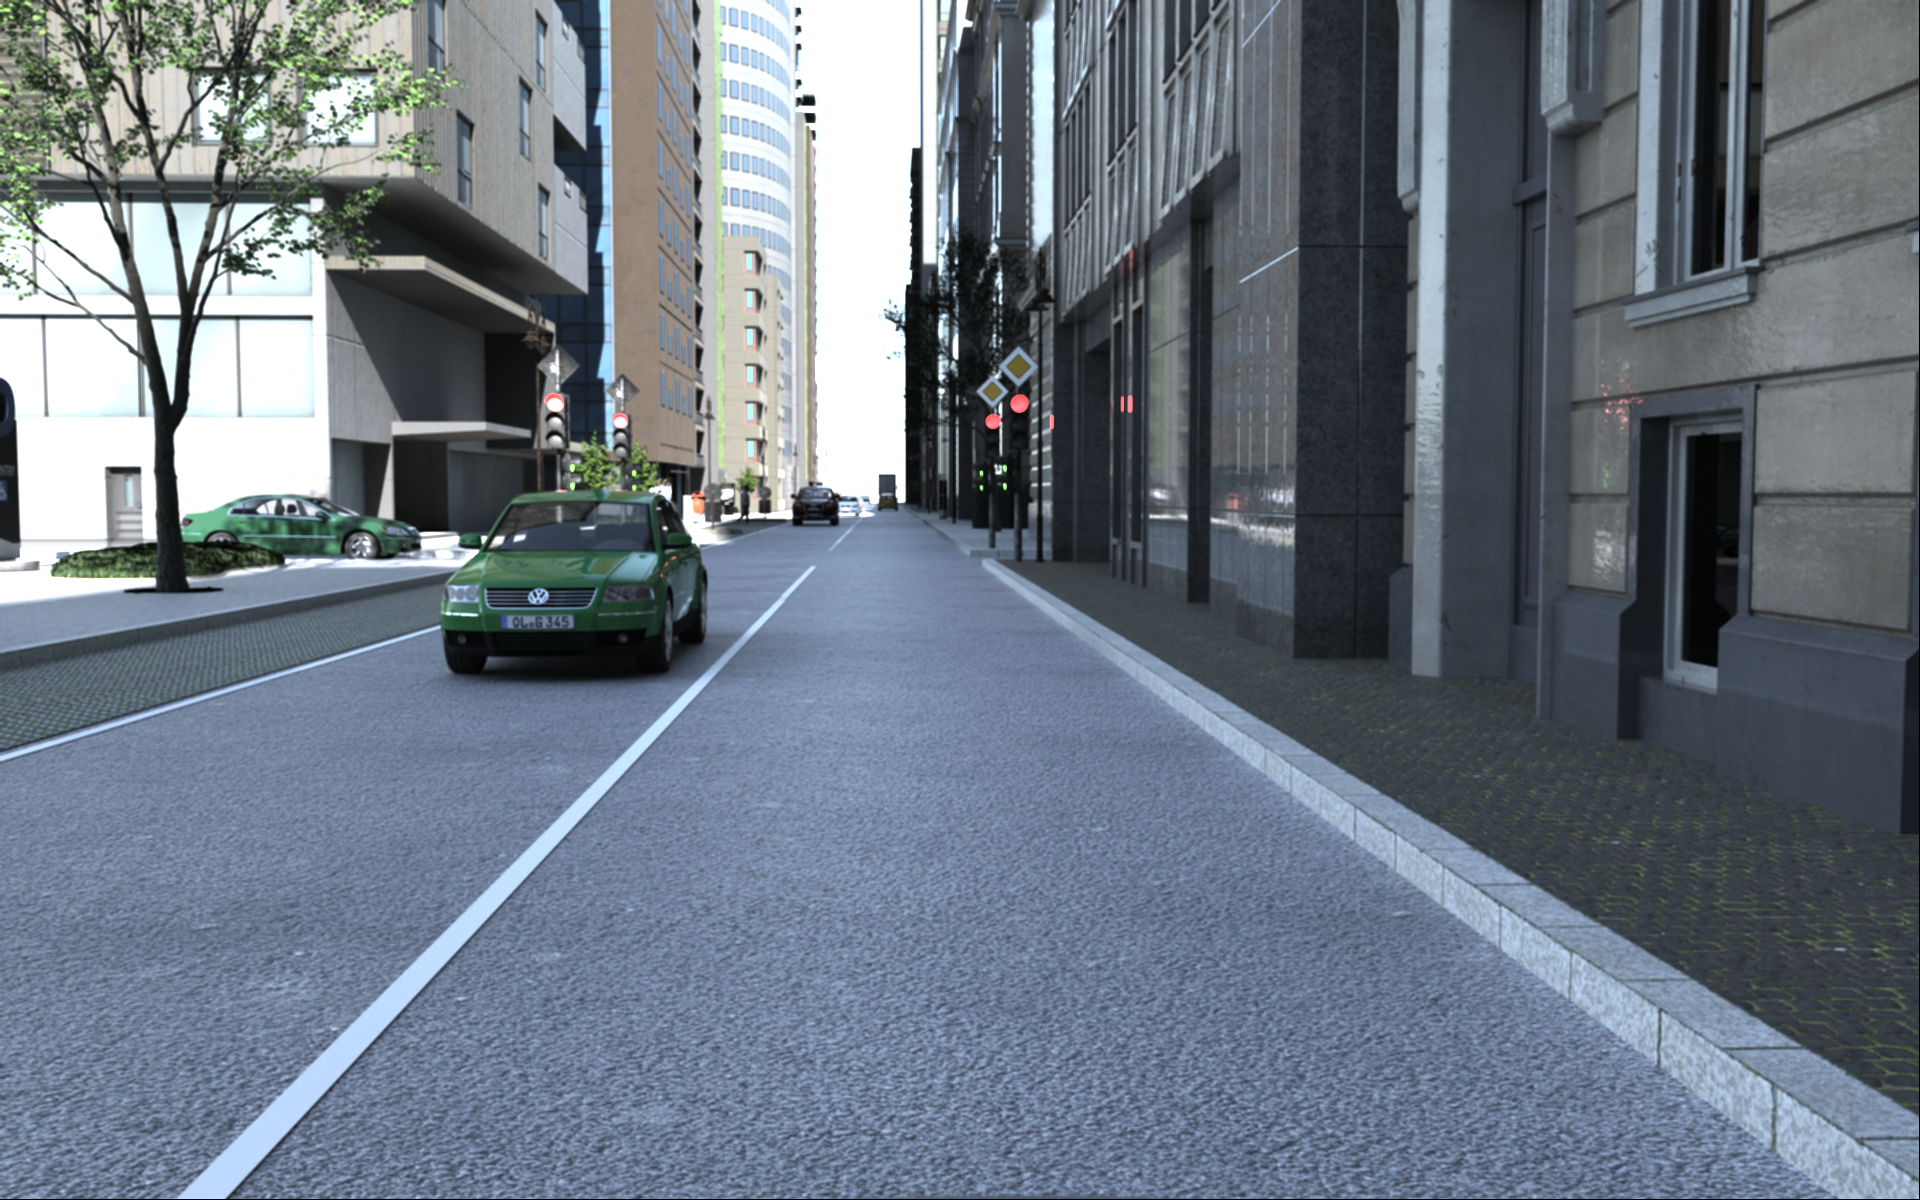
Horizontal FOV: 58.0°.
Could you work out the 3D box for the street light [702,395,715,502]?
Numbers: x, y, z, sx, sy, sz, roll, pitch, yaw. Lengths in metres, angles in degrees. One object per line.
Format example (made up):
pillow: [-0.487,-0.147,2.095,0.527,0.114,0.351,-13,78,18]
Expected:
street light: [-11.709,-6.615,80.942,0.468,5.910,1.993,0,4,-2]

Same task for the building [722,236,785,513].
building: [-27.943,-17.432,130.047,27.650,21.520,28.899,0,4,-2]

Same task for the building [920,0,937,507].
building: [6.396,-38.870,177.522,21.231,58.520,28.212,0,4,-2]

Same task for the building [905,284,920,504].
building: [-0.597,-28.522,238.036,14.160,30.474,14.107,0,4,-2]

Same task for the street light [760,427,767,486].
street light: [-13.253,-8.829,117.139,0.468,5.910,1.993,0,4,-2]

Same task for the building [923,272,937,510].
building: [10.953,-18.643,149.859,27.650,21.520,28.899,0,4,-2]

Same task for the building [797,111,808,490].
building: [-23.178,-30.319,179.309,14.154,41.232,14.086,0,4,-2]

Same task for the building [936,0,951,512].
building: [5.248,-27.106,126.773,14.154,41.232,14.086,0,4,-2]

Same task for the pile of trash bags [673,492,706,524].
pile of trash bags: [-12.412,-3.906,73.617,3.447,1.369,1.912,1,4,13]

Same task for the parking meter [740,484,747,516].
parking meter: [-12.775,-5.911,102.353,0.255,1.863,0.399,-3,4,-38]

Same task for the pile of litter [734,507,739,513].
pile of litter: [-15.317,-6.131,114.212,1.719,0.858,1.176,-2,4,-24]

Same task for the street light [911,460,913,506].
street light: [-5.323,-13.415,192.119,0.468,5.910,1.993,0,4,-2]

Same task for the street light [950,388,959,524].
street light: [-0.256,-6.273,75.351,0.468,5.910,1.993,0,4,-2]

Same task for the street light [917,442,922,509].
street light: [-3.574,-10.964,152.054,0.468,5.910,1.993,0,4,-2]

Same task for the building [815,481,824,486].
building: [-34.076,-32.560,224.244,32.217,40.220,23.993,0,4,-2]

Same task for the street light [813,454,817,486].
street light: [-16.791,-13.910,200.209,0.468,5.910,1.993,0,4,-2]

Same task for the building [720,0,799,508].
building: [-26.030,-37.647,157.529,21.231,58.520,28.212,0,4,-2]

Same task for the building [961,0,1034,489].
building: [7.297,-17.702,75.338,13.634,28.700,20.117,0,4,-2]

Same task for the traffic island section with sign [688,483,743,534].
traffic island section with sign: [-8.849,-3.279,62.239,1.989,1.847,2.006,0,4,-2]

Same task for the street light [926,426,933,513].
street light: [-2.059,-8.726,115.453,0.468,5.910,1.993,0,4,-2]

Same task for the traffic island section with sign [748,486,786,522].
traffic island section with sign: [-10.028,-4.950,89.561,1.989,1.847,2.006,0,4,-2]

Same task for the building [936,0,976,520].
building: [4.622,-19.751,100.424,11.434,29.767,29.804,0,4,-2]

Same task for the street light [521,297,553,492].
street light: [-9.947,-4.164,40.877,0.468,5.910,1.993,0,4,-2]

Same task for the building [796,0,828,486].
building: [-30.322,-57.398,251.132,22.319,86.520,31.000,0,4,-2]

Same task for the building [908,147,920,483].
building: [4.740,-34.332,215.952,22.147,44.769,28.867,0,4,-2]

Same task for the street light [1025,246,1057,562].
street light: [1.508,-3.656,32.563,0.468,5.910,1.993,0,4,-2]

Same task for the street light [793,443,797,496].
street light: [-14.930,-11.280,157.208,0.468,5.910,1.993,0,4,-2]

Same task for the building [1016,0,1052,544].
building: [11.446,-13.276,45.944,19.941,23.489,11.050,0,4,-2]

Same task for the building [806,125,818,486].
building: [-24.283,-33.965,205.432,14.600,45.320,14.200,0,4,-2]

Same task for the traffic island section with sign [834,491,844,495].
traffic island section with sign: [-16.977,-14.763,249.998,1.989,1.847,2.006,0,4,-2]

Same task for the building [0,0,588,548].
building: [-26.660,-28.281,51.642,28.713,52.752,27.495,0,4,-2]
